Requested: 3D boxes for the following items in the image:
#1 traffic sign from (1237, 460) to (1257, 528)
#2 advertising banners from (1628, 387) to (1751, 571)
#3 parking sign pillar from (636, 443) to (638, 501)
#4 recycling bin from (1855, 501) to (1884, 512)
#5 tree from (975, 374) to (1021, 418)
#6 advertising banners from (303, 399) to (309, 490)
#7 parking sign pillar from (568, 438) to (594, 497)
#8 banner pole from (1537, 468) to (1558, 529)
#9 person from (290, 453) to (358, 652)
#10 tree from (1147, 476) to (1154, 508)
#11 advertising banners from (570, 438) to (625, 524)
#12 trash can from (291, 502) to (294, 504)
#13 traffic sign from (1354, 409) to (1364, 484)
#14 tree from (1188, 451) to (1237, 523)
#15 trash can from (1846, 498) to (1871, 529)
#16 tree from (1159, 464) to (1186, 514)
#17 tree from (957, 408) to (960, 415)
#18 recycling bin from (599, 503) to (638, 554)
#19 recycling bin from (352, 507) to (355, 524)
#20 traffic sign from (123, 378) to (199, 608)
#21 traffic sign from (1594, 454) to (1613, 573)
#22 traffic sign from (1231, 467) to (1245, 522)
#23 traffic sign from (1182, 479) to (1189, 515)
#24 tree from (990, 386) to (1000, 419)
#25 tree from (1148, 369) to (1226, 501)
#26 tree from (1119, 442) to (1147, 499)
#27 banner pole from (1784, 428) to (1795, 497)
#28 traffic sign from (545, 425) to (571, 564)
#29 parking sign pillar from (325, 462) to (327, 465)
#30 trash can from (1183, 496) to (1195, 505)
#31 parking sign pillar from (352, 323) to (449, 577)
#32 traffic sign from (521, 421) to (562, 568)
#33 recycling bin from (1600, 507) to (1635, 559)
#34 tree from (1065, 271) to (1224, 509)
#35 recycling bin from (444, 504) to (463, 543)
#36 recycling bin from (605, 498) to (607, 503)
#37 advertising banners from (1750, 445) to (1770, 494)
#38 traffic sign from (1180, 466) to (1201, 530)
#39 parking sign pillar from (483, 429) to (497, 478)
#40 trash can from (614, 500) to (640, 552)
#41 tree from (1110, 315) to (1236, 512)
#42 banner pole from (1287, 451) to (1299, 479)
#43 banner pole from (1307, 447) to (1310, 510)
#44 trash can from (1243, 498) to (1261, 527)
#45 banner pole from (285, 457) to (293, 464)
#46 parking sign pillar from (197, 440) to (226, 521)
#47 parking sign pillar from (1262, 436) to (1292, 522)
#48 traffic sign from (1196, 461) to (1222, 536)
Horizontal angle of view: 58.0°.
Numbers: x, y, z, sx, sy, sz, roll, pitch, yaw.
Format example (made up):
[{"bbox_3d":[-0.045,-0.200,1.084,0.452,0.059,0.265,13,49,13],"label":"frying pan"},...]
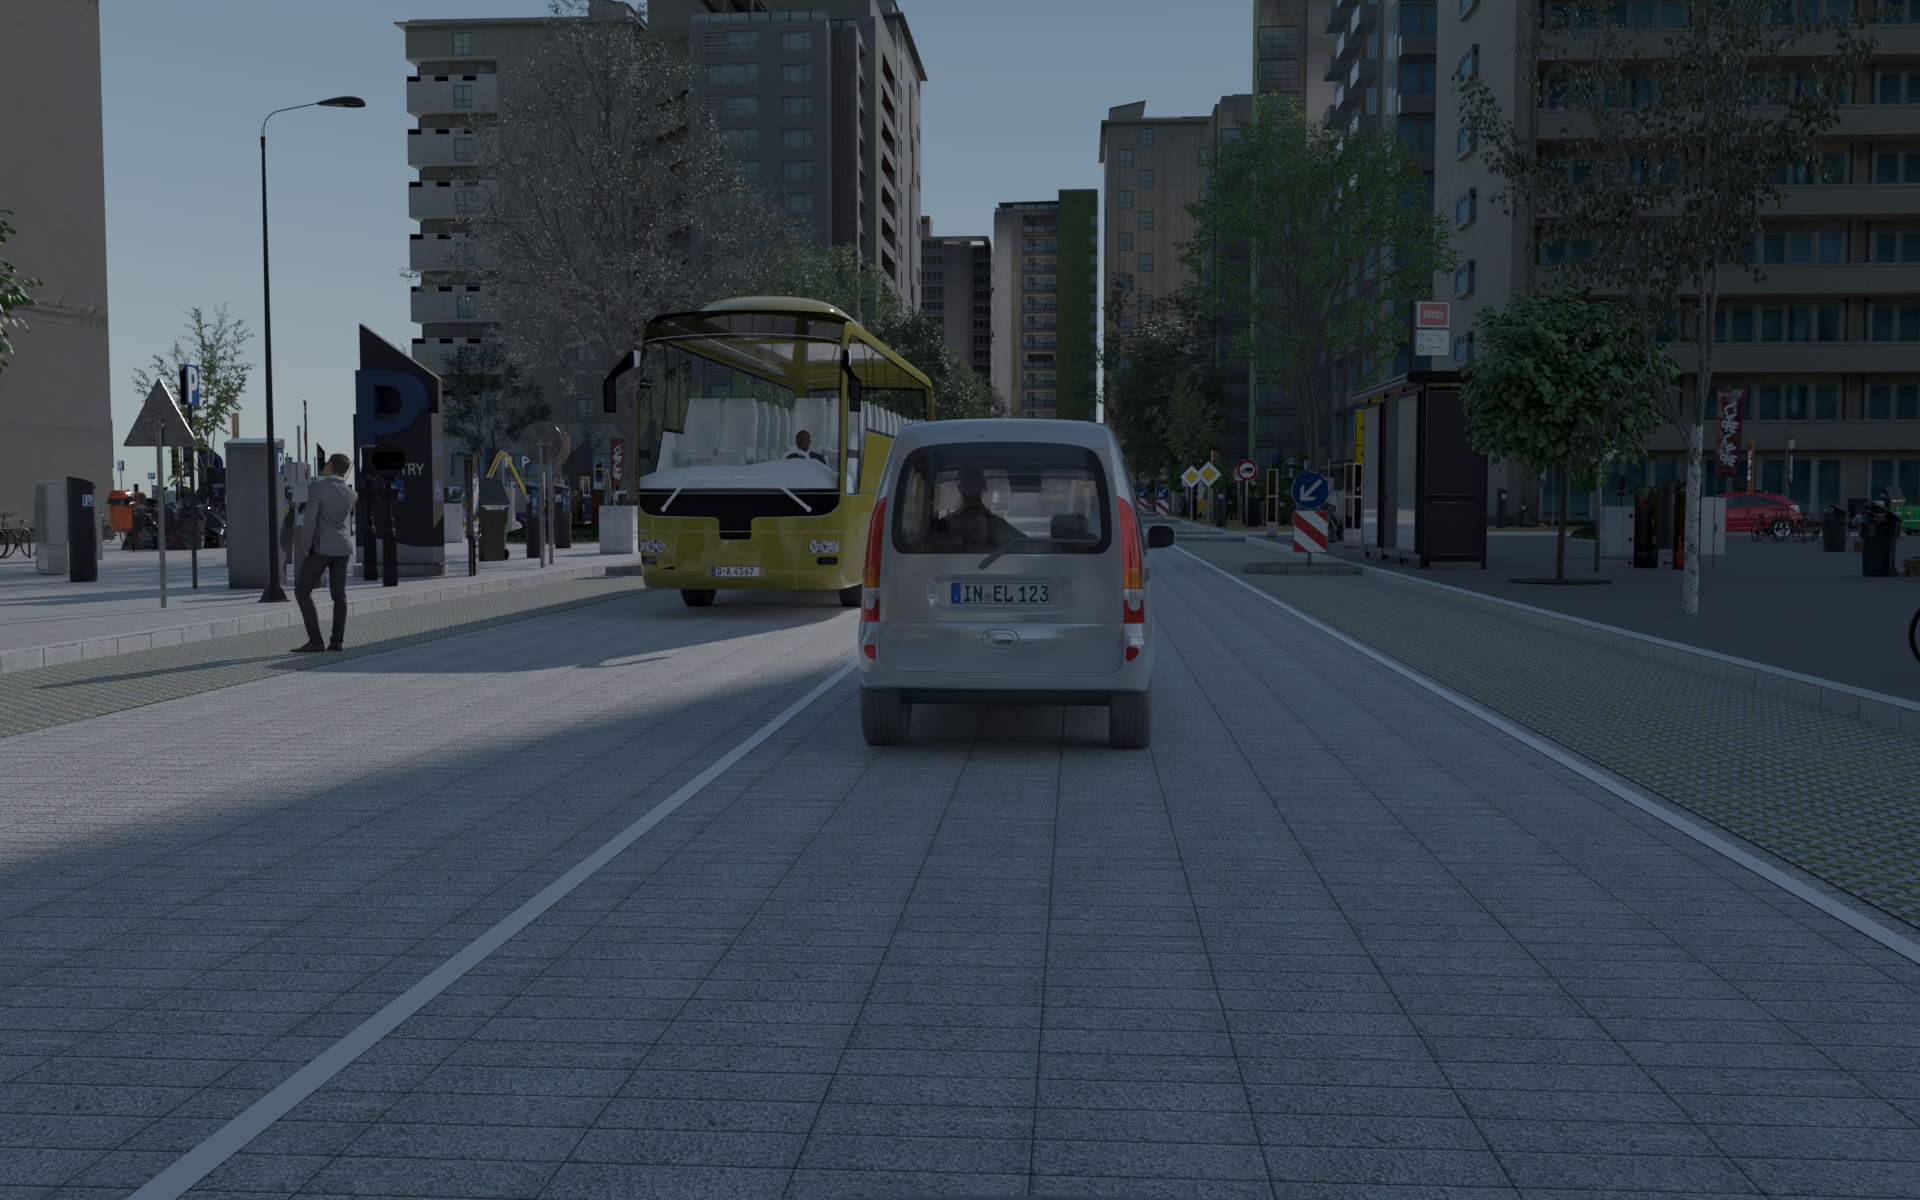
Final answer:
[{"bbox_3d":[10.737,-3.959,64.837,0.768,2.556,0.104,0,4,4],"label":"traffic sign"},{"bbox_3d":[12.306,-2.027,29.329,0.090,3.025,2.074,-3,4,-36],"label":"advertising banners"},{"bbox_3d":[-11.270,-4.553,62.914,1.447,3.967,1.447,-3,4,-36],"label":"parking sign pillar"},{"bbox_3d":[33.062,-3.085,62.987,0.722,1.027,0.722,-2,4,-33],"label":"recycling bin"},{"bbox_3d":[1.740,-16.263,176.262,12.009,13.543,11.850,0,3,0],"label":"tree"},{"bbox_3d":[-12.388,-2.253,33.029,0.090,3.025,2.074,-1,4,-15],"label":"advertising banners"},{"bbox_3d":[-18.488,-5.871,84.458,1.447,3.967,1.447,2,4,31],"label":"parking sign pillar"},{"bbox_3d":[21.630,-4.511,63.769,0.401,3.779,0.863,-3,5,-44],"label":"banner pole"},{"bbox_3d":[-5.761,-0.429,15.697,0.592,1.802,0.473,-3,5,-44],"label":"person"},{"bbox_3d":[18.377,-10.460,165.625,1.663,3.219,1.824,0,3,0],"label":"tree"},{"bbox_3d":[-11.463,-3.576,54.649,2.074,3.025,0.090,1,4,18],"label":"advertising banners"},{"bbox_3d":[-30.286,-4.064,78.106,0.748,1.137,0.748,0,3,0],"label":"trash can"},{"bbox_3d":[10.569,-2.907,41.409,2.265,3.308,0.079,0,4,8],"label":"traffic sign"},{"bbox_3d":[11.407,-5.064,77.402,1.663,3.219,1.824,0,3,0],"label":"tree"},{"bbox_3d":[30.897,-2.932,59.598,0.748,1.137,0.748,0,3,0],"label":"trash can"},{"bbox_3d":[14.058,-7.068,110.163,1.663,3.219,1.824,0,3,0],"label":"tree"},{"bbox_3d":[3.375,-16.058,196.961,8.767,10.594,7.601,0,4,-3],"label":"tree"},{"bbox_3d":[-7.372,-1.520,37.403,0.722,1.027,0.722,0,4,-1],"label":"recycling bin"},{"bbox_3d":[-26.204,-3.795,74.602,0.722,1.027,0.722,2,4,28],"label":"recycling bin"},{"bbox_3d":[-8.992,-1.191,19.484,0.884,2.594,0.081,0,4,6],"label":"traffic sign"},{"bbox_3d":[10.427,-1.722,28.267,0.768,2.556,0.104,0,4,7],"label":"traffic sign"},{"bbox_3d":[12.838,-4.870,79.727,0.768,2.556,0.104,0,4,7],"label":"traffic sign"},{"bbox_3d":[12.702,-5.785,96.717,0.606,2.300,0.079,1,4,14],"label":"traffic sign"},{"bbox_3d":[0.034,-13.306,143.304,9.928,11.665,9.643,0,3,0],"label":"tree"},{"bbox_3d":[13.439,-9.259,101.743,4.737,8.622,4.395,0,3,0],"label":"tree"},{"bbox_3d":[18.825,-14.274,183.747,4.737,8.622,4.395,0,3,0],"label":"tree"},{"bbox_3d":[31.575,-4.646,65.987,0.863,3.779,0.401,-3,4,-37],"label":"banner pole"},{"bbox_3d":[-7.476,-1.926,31.598,0.768,2.556,0.104,0,4,4],"label":"traffic sign"},{"bbox_3d":[-48.579,-8.884,133.732,1.447,3.967,1.447,-1,4,-18],"label":"parking sign pillar"},{"bbox_3d":[14.060,-5.776,106.084,0.748,1.137,0.748,0,3,0],"label":"trash can"},{"bbox_3d":[-8.828,-2.370,27.227,1.447,3.967,1.447,0,4,8],"label":"parking sign pillar"},{"bbox_3d":[-7.287,-1.838,30.157,0.768,2.556,0.104,1,4,12],"label":"traffic sign"},{"bbox_3d":[13.188,-1.353,34.678,0.722,1.027,0.722,1,4,9],"label":"recycling bin"},{"bbox_3d":[15.737,-17.865,147.974,12.611,20.169,13.585,0,3,0],"label":"tree"},{"bbox_3d":[-13.572,-2.025,45.662,0.722,1.027,0.722,-2,4,-33],"label":"recycling bin"},{"bbox_3d":[-23.106,-6.020,110.975,0.722,1.027,0.722,2,4,31],"label":"recycling bin"},{"bbox_3d":[28.419,-4.008,61.713,2.074,3.025,0.090,-3,5,-43],"label":"advertising banners"},{"bbox_3d":[8.156,-3.511,61.040,0.795,2.450,0.064,0,4,4],"label":"traffic sign"},{"bbox_3d":[-19.390,-5.081,71.552,1.447,3.967,1.447,-1,4,-18],"label":"parking sign pillar"},{"bbox_3d":[-7.358,-1.652,38.661,0.748,1.137,0.748,0,3,0],"label":"trash can"},{"bbox_3d":[15.076,-13.213,122.680,9.857,13.997,8.962,0,3,0],"label":"tree"},{"bbox_3d":[19.358,-6.760,100.545,0.863,3.779,0.401,1,4,15],"label":"banner pole"},{"bbox_3d":[16.803,-5.704,83.278,0.401,3.779,0.863,0,4,3],"label":"banner pole"},{"bbox_3d":[11.387,-3.414,67.465,0.748,1.137,0.748,0,3,0],"label":"trash can"},{"bbox_3d":[-39.928,-6.890,102.664,0.863,3.779,0.401,0,4,0],"label":"banner pole"},{"bbox_3d":[-36.142,-5.822,83.667,1.447,3.967,1.447,2,4,24],"label":"parking sign pillar"},{"bbox_3d":[14.721,-5.626,80.463,1.447,3.967,1.447,1,4,9],"label":"parking sign pillar"},{"bbox_3d":[7.608,-3.023,53.074,0.795,2.450,0.064,0,4,4],"label":"traffic sign"}]
